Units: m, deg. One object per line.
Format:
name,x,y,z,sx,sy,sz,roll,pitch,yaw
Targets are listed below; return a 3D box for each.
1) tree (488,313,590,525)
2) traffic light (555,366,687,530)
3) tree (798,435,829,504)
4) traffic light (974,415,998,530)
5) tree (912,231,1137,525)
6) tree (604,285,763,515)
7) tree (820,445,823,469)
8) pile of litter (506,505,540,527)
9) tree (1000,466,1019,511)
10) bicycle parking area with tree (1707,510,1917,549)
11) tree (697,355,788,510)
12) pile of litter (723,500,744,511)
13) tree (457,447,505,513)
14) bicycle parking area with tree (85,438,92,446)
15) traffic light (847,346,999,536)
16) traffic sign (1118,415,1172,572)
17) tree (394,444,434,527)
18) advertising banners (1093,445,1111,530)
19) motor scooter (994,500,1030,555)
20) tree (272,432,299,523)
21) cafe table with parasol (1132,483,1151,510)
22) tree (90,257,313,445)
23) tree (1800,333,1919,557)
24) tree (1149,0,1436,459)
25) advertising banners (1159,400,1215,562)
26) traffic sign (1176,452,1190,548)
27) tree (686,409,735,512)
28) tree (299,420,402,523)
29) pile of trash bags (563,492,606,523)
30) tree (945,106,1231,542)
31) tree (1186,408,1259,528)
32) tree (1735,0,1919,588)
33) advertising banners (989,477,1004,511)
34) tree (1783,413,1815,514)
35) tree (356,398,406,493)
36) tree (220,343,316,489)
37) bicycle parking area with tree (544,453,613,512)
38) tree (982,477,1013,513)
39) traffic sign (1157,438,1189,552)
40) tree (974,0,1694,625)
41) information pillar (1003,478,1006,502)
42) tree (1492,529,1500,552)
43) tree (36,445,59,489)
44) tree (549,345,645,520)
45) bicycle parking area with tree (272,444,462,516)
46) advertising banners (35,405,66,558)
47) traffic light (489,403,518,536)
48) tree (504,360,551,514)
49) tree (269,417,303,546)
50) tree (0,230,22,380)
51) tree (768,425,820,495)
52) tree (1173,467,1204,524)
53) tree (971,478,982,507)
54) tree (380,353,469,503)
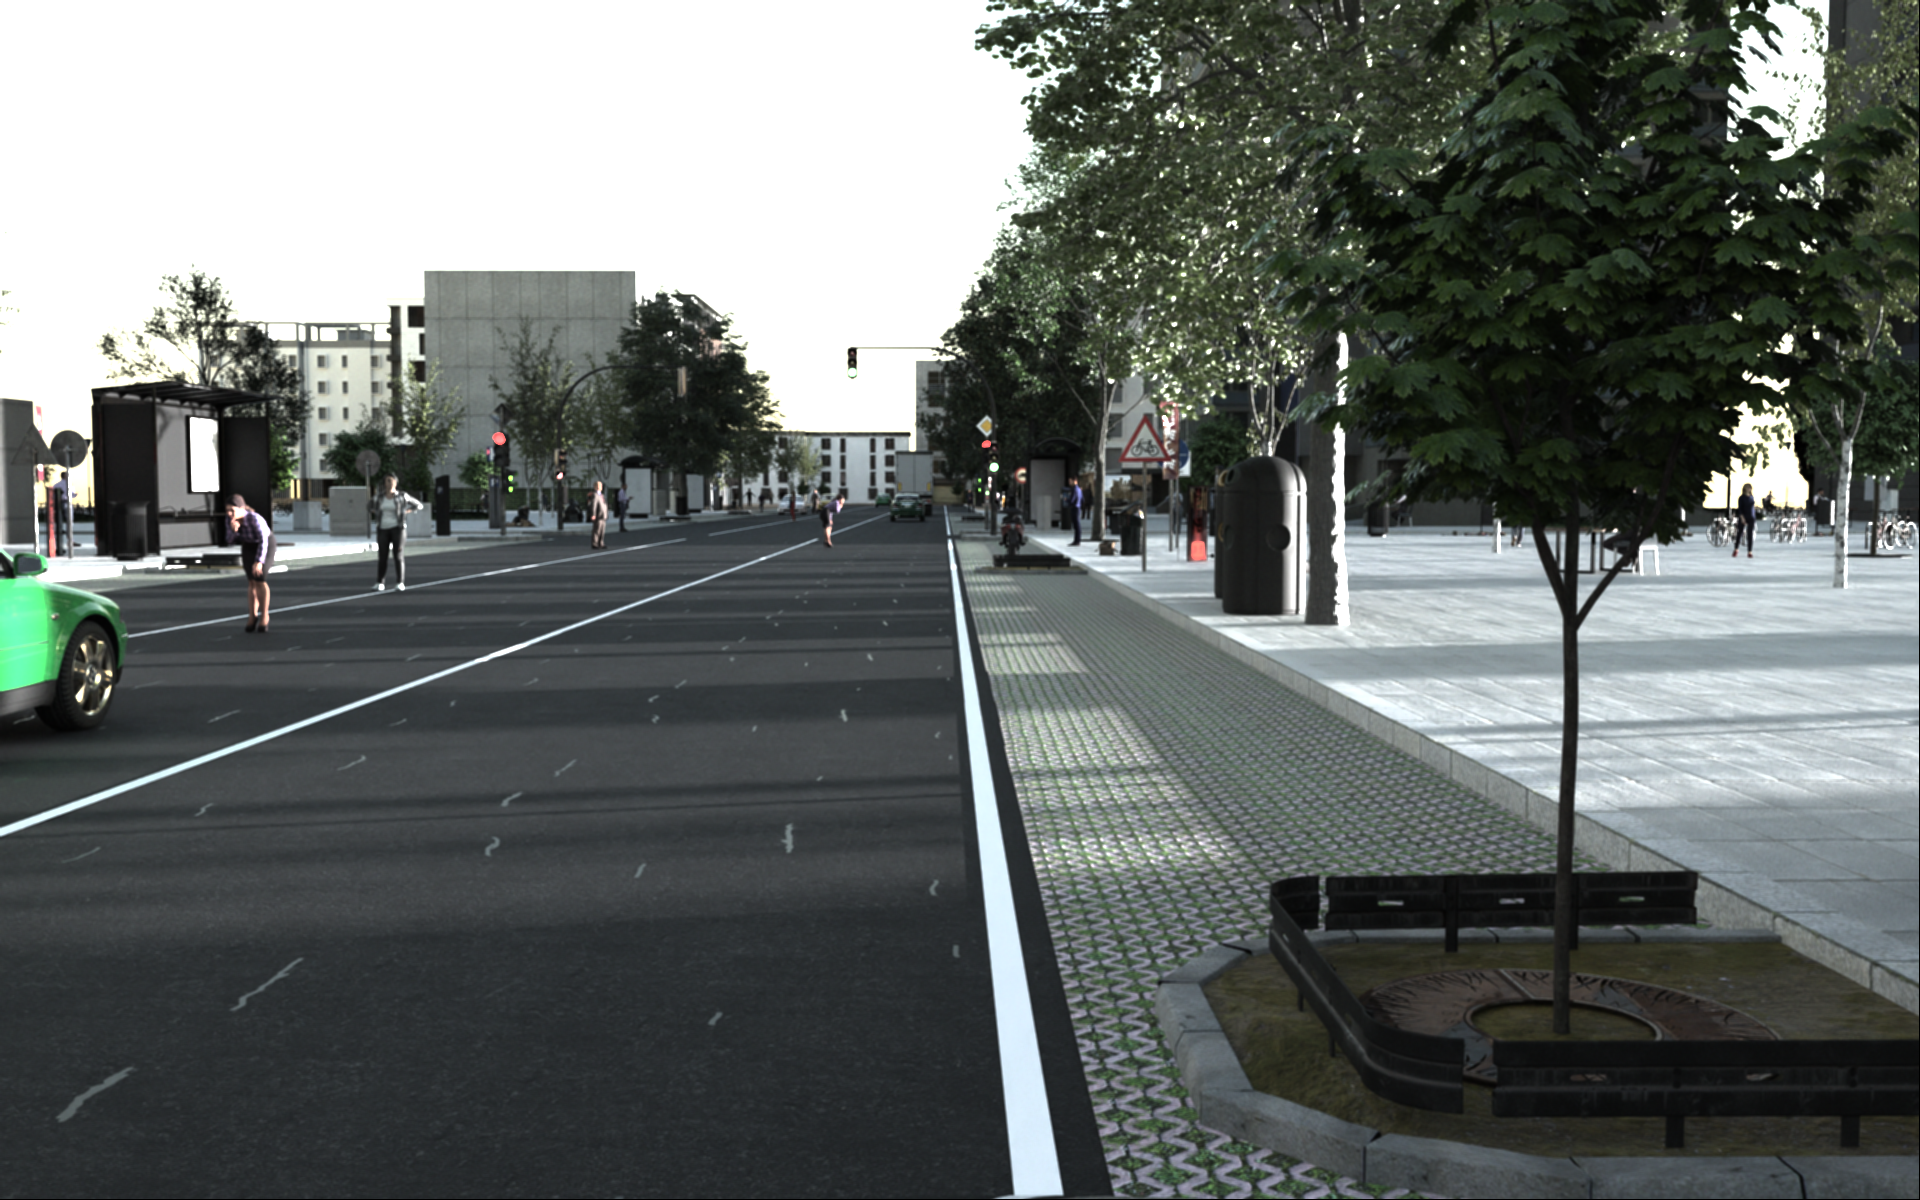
tree,-17.083,-7.341,70.395,4.360,8.622,3.978,0,3,0
traffic light,-12.072,-5.306,61.418,4.771,5.953,1.251,0,4,-1
tree,-18.492,-16.068,213.067,4.360,8.622,3.978,0,3,0
traffic light,0.937,-4.441,61.524,0.839,4.253,0.868,0,4,-1
tree,2.962,-9.533,72.879,9.611,12.733,9.660,0,3,0
tree,-16.782,-12.113,104.701,9.857,13.997,8.962,0,3,0
tree,-18.298,-15.465,203.212,4.737,8.622,4.395,0,3,0
pile of litter,-17.232,-3.292,67.784,1.719,0.858,1.176,3,5,44
tree,3.173,-10.776,126.542,4.360,8.622,3.978,0,3,0
bicycle parking area with tree,22.116,-3.460,43.567,9.016,4.147,8.231,-2,4,-32
tree,-17.917,-13.631,140.987,7.486,12.596,7.792,0,3,0
pile of litter,-17.441,-7.336,133.904,1.719,0.858,1.176,1,4,12
tree,-33.258,-8.374,120.628,4.285,4.588,4.351,0,3,0
bicycle parking area with tree,-46.418,-6.134,87.300,8.231,4.147,9.016,-3,5,-42
traffic light,-1.077,-4.814,53.377,4.771,5.953,1.251,0,4,-1
traffic sign,3.051,-1.751,28.636,0.884,2.594,0.081,0,3,0
tree,-21.008,-4.460,67.529,1.663,3.219,1.824,0,3,0
advertising banners,5.178,-4.034,62.150,0.090,3.025,2.074,2,4,29
motor scooter,1.163,-1.581,38.632,0.815,1.314,1.986,0,4,0
tree,-30.994,-5.697,76.854,4.285,4.588,4.351,0,3,0
cafe table with parasol,8.570,-5.169,89.376,2.610,1.966,2.610,0,4,-2
tree,-29.311,-8.199,68.461,7.601,10.594,8.767,2,4,25
tree,18.782,-3.169,35.524,4.285,4.588,4.351,0,3,0
tree,4.635,-4.553,24.808,4.360,8.622,3.978,0,3,0
advertising banners,4.532,-2.243,32.857,2.074,3.025,0.090,-2,4,-35
traffic sign,5.150,-2.379,41.031,0.606,2.300,0.079,0,4,4
tree,-18.137,-10.703,125.356,4.737,8.622,4.395,0,3,0
tree,-26.522,-5.697,76.854,4.285,4.588,4.351,0,3,0
pile of trash bags,-16.925,-4.199,78.402,1.912,1.369,3.447,0,4,-2
tree,3.856,-7.387,46.526,9.928,11.665,9.643,0,3,0
tree,9.822,-4.984,65.210,4.285,4.588,4.351,0,3,0
tree,12.183,-4.490,23.772,4.737,8.622,4.395,0,3,0
advertising banners,2.693,-8.222,130.610,0.090,3.025,2.074,3,4,36
tree,57.391,-12.630,108.328,13.155,14.587,18.604,-1,4,-8
tree,-44.725,-11.170,132.993,4.360,8.622,3.978,0,3,0
tree,-34.176,-8.239,85.068,4.360,8.622,3.978,0,3,0
bicycle parking area with tree,-26.204,-8.442,125.031,9.016,4.147,8.231,1,4,10
tree,2.831,-7.430,116.084,1.663,3.219,1.824,0,3,0
traffic sign,4.702,-2.349,38.510,0.768,2.556,0.104,0,4,0
tree,3.920,-6.014,16.462,7.486,12.596,7.792,0,3,0
information pillar,3.462,-8.862,136.254,0.504,3.616,0.183,-3,5,-40
tree,11.576,-5.347,37.791,4.360,8.622,3.978,0,3,0
tree,-72.107,-9.766,122.579,11.467,7.101,20.602,-1,4,-12
tree,-17.643,-8.295,85.984,4.737,8.622,4.395,0,3,0
bicycle parking area with tree,-34.386,-6.955,100.717,8.231,4.147,9.016,3,5,42
advertising banners,-18.416,-2.376,35.037,0.090,3.025,2.074,-1,4,-16
traffic light,-14.086,-3.942,53.378,0.839,4.253,0.868,0,4,-1
tree,-21.738,-8.740,93.256,4.737,8.622,4.395,0,3,0
tree,-17.149,-2.967,43.118,1.663,3.219,1.824,0,3,0
tree,-21.416,-5.219,35.688,4.360,8.622,3.978,0,3,0
tree,-18.010,-14.153,181.763,4.737,8.622,4.395,0,3,0
tree,9.644,-4.889,74.534,1.663,3.219,1.824,0,3,0
tree,1.876,-10.946,173.564,1.663,3.219,1.824,0,3,0
tree,-28.230,-8.621,91.317,4.737,8.622,4.395,0,3,0
